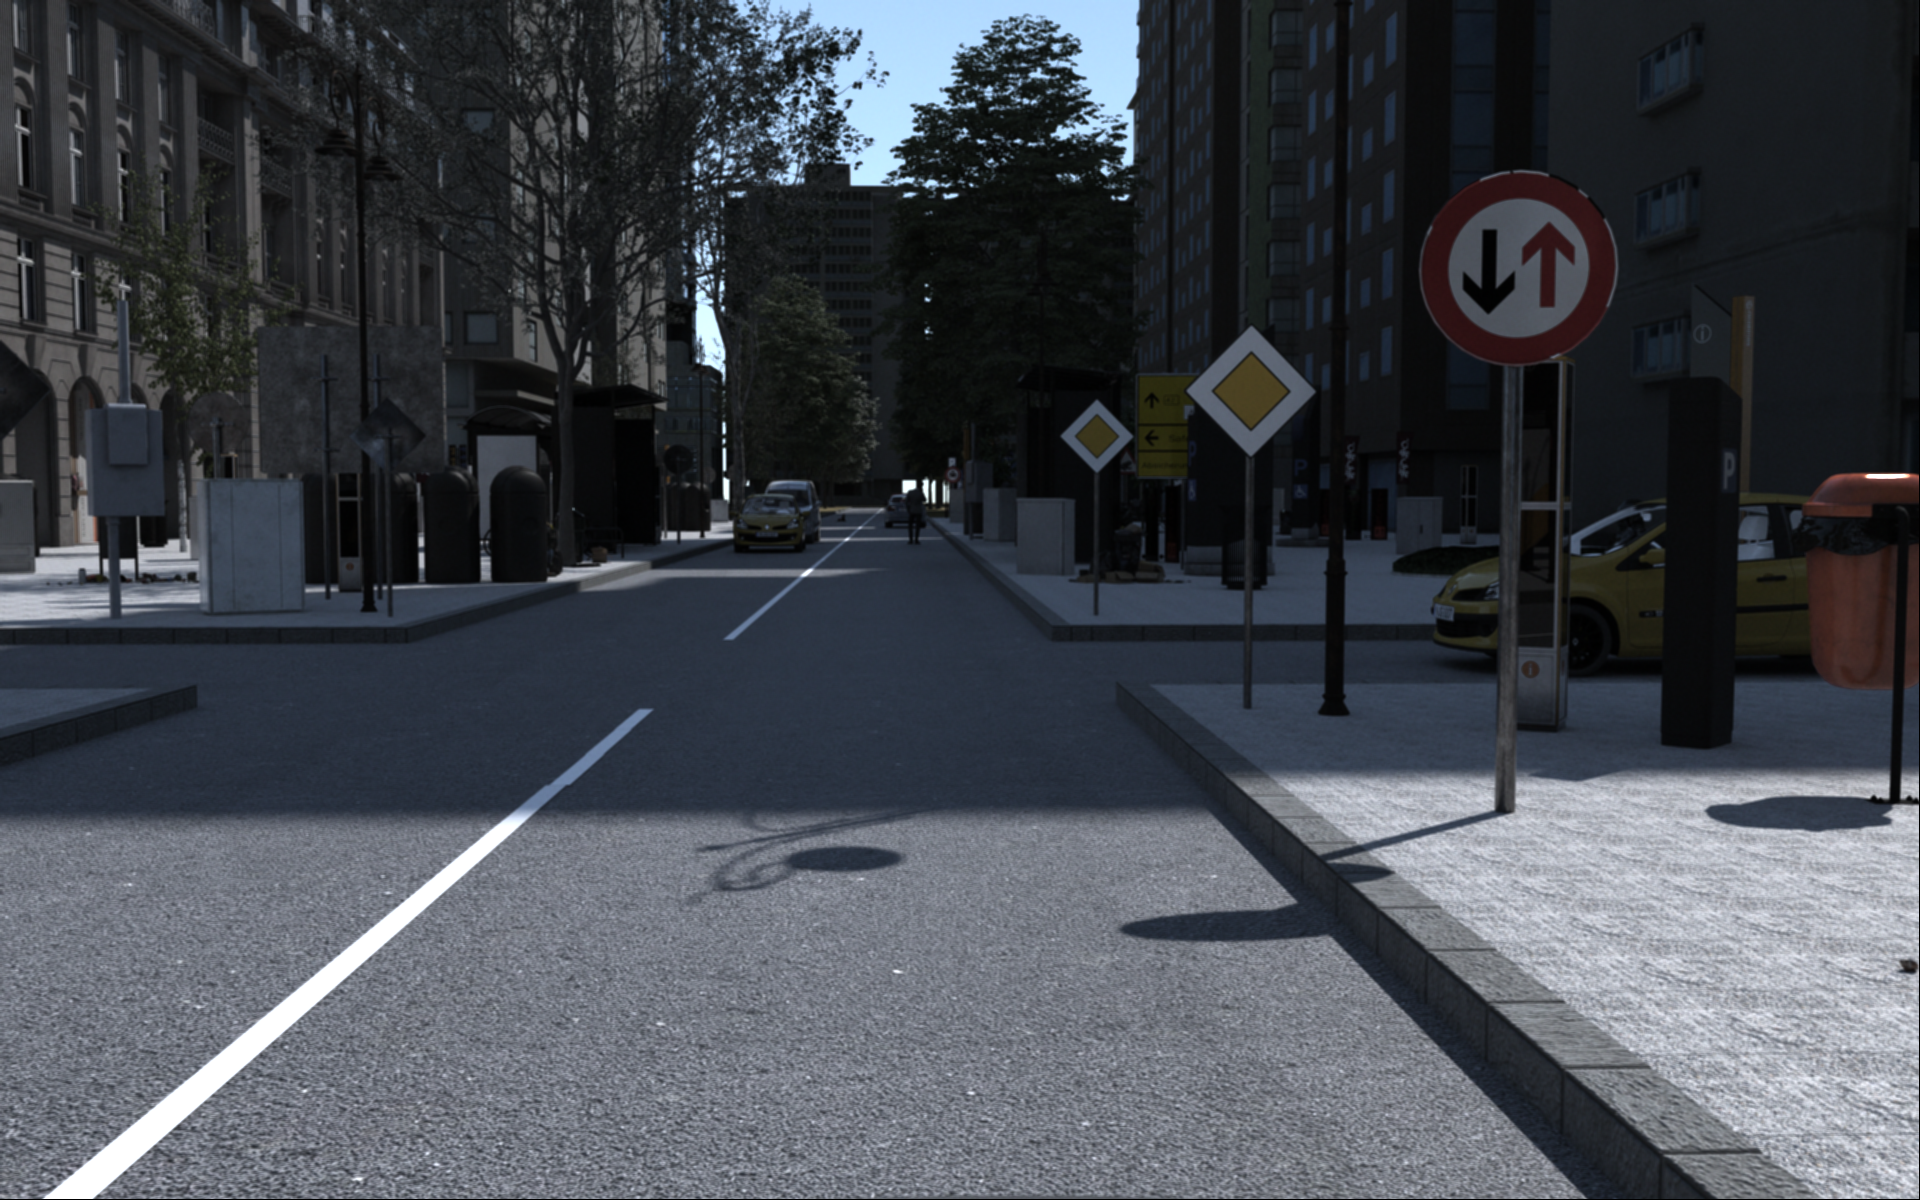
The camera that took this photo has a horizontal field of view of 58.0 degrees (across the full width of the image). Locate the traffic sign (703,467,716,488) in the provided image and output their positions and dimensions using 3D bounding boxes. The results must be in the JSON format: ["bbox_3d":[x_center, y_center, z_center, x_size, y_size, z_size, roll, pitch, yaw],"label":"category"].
[{"bbox_3d":[-11.731,-4.923,80.589,0.768,2.556,0.104,0,4,5],"label":"traffic sign"}]

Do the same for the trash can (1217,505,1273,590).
[{"bbox_3d":[3.831,-0.713,23.315,0.748,1.137,0.748,0,3,0],"label":"trash can"}]

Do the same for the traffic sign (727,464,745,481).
[{"bbox_3d":[-9.443,-4.463,73.076,0.768,2.556,0.104,0,4,4],"label":"traffic sign"}]

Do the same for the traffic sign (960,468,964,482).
[{"bbox_3d":[0.353,-4.939,80.851,0.768,2.556,0.104,0,4,8],"label":"traffic sign"}]

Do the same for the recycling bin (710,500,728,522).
[{"bbox_3d":[-10.987,-4.053,78.827,0.722,1.027,0.722,-2,4,-25],"label":"recycling bin"}]

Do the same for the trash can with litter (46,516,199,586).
[{"bbox_3d":[-11.834,-0.858,25.081,2.233,1.210,1.678,0,4,-4],"label":"trash can with litter"}]

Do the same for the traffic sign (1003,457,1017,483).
[{"bbox_3d":[1.630,-3.633,59.499,0.768,2.556,0.104,0,4,3],"label":"traffic sign"}]

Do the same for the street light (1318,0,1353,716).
[{"bbox_3d":[2.179,-2.271,9.915,0.468,5.910,1.993,0,4,-2],"label":"street light"}]

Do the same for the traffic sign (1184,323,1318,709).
[{"bbox_3d":[1.717,-0.407,10.300,0.795,2.450,0.064,0,4,-2],"label":"traffic sign"}]

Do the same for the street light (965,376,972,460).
[{"bbox_3d":[0.308,-5.443,61.786,0.468,5.910,1.993,0,4,-2],"label":"street light"}]

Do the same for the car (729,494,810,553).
[{"bbox_3d":[-4.775,-2.048,43.705,2.015,1.641,3.980,0,4,-3],"label":"car"}]

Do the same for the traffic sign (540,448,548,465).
[{"bbox_3d":[-11.496,-2.857,46.814,0.768,2.556,0.104,0,4,8],"label":"traffic sign"}]

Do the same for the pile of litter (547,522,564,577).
[{"bbox_3d":[-6.792,-0.806,27.142,1.176,0.858,1.719,1,4,11],"label":"pile of litter"}]

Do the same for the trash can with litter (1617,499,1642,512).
[{"bbox_3d":[13.569,-1.448,35.054,0.624,1.170,1.055,2,4,35],"label":"trash can with litter"}]

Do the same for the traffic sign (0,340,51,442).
[{"bbox_3d":[-5.674,-0.393,10.063,0.795,2.450,0.064,0,4,-2],"label":"traffic sign"}]

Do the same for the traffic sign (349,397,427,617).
[{"bbox_3d":[-5.952,-0.881,18.044,0.795,2.450,0.064,0,4,-2],"label":"traffic sign"}]

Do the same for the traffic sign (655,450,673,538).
[{"bbox_3d":[-8.518,-3.054,50.033,0.768,2.556,0.104,0,4,0],"label":"traffic sign"}]

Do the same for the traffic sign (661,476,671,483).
[{"bbox_3d":[-13.260,-4.726,77.377,0.768,2.556,0.104,0,4,5],"label":"traffic sign"}]

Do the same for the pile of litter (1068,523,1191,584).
[{"bbox_3d":[2.477,-0.687,25.196,1.719,0.858,1.176,1,4,21],"label":"pile of litter"}]

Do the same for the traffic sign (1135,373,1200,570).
[{"bbox_3d":[4.089,-2.160,29.184,2.265,3.308,0.079,0,4,3],"label":"traffic sign"}]

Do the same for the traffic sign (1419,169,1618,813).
[{"bbox_3d":[2.202,-0.417,6.920,0.768,2.556,0.104,0,4,5],"label":"traffic sign"}]

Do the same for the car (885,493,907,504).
[{"bbox_3d":[-3.454,-5.792,103.744,2.155,1.783,4.494,0,4,-1],"label":"car"}]

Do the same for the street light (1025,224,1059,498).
[{"bbox_3d":[1.413,-3.500,30.009,0.468,5.910,1.993,0,4,-2],"label":"street light"}]

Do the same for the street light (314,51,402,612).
[{"bbox_3d":[-6.447,-2.809,18.712,0.468,5.910,1.993,0,4,-2],"label":"street light"}]

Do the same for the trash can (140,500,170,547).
[{"bbox_3d":[-19.500,-1.848,41.876,0.748,1.137,0.748,0,3,0],"label":"trash can"}]

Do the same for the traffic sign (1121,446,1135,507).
[{"bbox_3d":[4.519,-2.877,47.041,0.884,2.594,0.081,0,4,6],"label":"traffic sign"}]

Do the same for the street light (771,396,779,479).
[{"bbox_3d":[-8.717,-6.659,81.668,0.468,5.910,1.993,0,4,-2],"label":"street light"}]

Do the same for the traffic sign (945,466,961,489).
[{"bbox_3d":[-0.321,-4.856,79.503,0.768,2.556,0.104,0,4,7],"label":"traffic sign"}]

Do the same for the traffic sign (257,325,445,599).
[{"bbox_3d":[-7.381,-1.659,21.000,2.265,3.308,0.079,0,4,3],"label":"traffic sign"}]

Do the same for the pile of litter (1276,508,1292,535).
[{"bbox_3d":[10.569,-2.500,54.845,1.176,0.858,1.719,1,4,17],"label":"pile of litter"}]

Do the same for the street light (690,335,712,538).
[{"bbox_3d":[-7.530,-4.750,50.451,0.468,5.910,1.993,0,4,-2],"label":"street light"}]

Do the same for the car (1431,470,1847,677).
[{"bbox_3d":[5.957,-0.252,14.339,3.980,1.641,2.015,0,4,-2],"label":"car"}]

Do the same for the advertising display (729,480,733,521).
[{"bbox_3d":[-10.857,-4.699,82.047,0.123,1.923,0.974,-1,4,-9],"label":"advertising display"}]

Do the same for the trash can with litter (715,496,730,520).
[{"bbox_3d":[-11.940,-4.512,84.823,2.233,1.210,1.678,3,5,39],"label":"trash can with litter"}]

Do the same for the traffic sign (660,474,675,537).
[{"bbox_3d":[-8.980,-3.176,51.928,0.884,2.594,0.081,0,4,4],"label":"traffic sign"}]

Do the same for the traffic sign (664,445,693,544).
[{"bbox_3d":[-7.243,-2.717,44.534,0.768,2.556,0.104,0,4,3],"label":"traffic sign"}]

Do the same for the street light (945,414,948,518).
[{"bbox_3d":[-0.737,-7.353,93.009,0.468,5.910,1.993,0,4,-2],"label":"street light"}]

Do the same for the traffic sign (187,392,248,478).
[{"bbox_3d":[-9.273,-1.317,21.639,0.768,2.556,0.104,0,4,1],"label":"traffic sign"}]

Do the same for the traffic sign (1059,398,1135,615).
[{"bbox_3d":[1.438,-0.895,18.280,0.795,2.450,0.064,0,4,-2],"label":"traffic sign"}]

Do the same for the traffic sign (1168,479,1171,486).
[{"bbox_3d":[5.490,-2.766,45.332,0.768,2.556,0.104,0,3,0],"label":"traffic sign"}]

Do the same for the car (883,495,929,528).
[{"bbox_3d":[-2.331,-3.841,74.806,2.014,1.417,4.499,0,4,0],"label":"car"}]

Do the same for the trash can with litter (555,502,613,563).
[{"bbox_3d":[-7.018,-1.280,32.313,1.055,1.170,0.624,-1,4,-11],"label":"trash can with litter"}]

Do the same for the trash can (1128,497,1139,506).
[{"bbox_3d":[9.305,-4.994,93.306,0.748,1.137,0.748,0,3,0],"label":"trash can"}]
